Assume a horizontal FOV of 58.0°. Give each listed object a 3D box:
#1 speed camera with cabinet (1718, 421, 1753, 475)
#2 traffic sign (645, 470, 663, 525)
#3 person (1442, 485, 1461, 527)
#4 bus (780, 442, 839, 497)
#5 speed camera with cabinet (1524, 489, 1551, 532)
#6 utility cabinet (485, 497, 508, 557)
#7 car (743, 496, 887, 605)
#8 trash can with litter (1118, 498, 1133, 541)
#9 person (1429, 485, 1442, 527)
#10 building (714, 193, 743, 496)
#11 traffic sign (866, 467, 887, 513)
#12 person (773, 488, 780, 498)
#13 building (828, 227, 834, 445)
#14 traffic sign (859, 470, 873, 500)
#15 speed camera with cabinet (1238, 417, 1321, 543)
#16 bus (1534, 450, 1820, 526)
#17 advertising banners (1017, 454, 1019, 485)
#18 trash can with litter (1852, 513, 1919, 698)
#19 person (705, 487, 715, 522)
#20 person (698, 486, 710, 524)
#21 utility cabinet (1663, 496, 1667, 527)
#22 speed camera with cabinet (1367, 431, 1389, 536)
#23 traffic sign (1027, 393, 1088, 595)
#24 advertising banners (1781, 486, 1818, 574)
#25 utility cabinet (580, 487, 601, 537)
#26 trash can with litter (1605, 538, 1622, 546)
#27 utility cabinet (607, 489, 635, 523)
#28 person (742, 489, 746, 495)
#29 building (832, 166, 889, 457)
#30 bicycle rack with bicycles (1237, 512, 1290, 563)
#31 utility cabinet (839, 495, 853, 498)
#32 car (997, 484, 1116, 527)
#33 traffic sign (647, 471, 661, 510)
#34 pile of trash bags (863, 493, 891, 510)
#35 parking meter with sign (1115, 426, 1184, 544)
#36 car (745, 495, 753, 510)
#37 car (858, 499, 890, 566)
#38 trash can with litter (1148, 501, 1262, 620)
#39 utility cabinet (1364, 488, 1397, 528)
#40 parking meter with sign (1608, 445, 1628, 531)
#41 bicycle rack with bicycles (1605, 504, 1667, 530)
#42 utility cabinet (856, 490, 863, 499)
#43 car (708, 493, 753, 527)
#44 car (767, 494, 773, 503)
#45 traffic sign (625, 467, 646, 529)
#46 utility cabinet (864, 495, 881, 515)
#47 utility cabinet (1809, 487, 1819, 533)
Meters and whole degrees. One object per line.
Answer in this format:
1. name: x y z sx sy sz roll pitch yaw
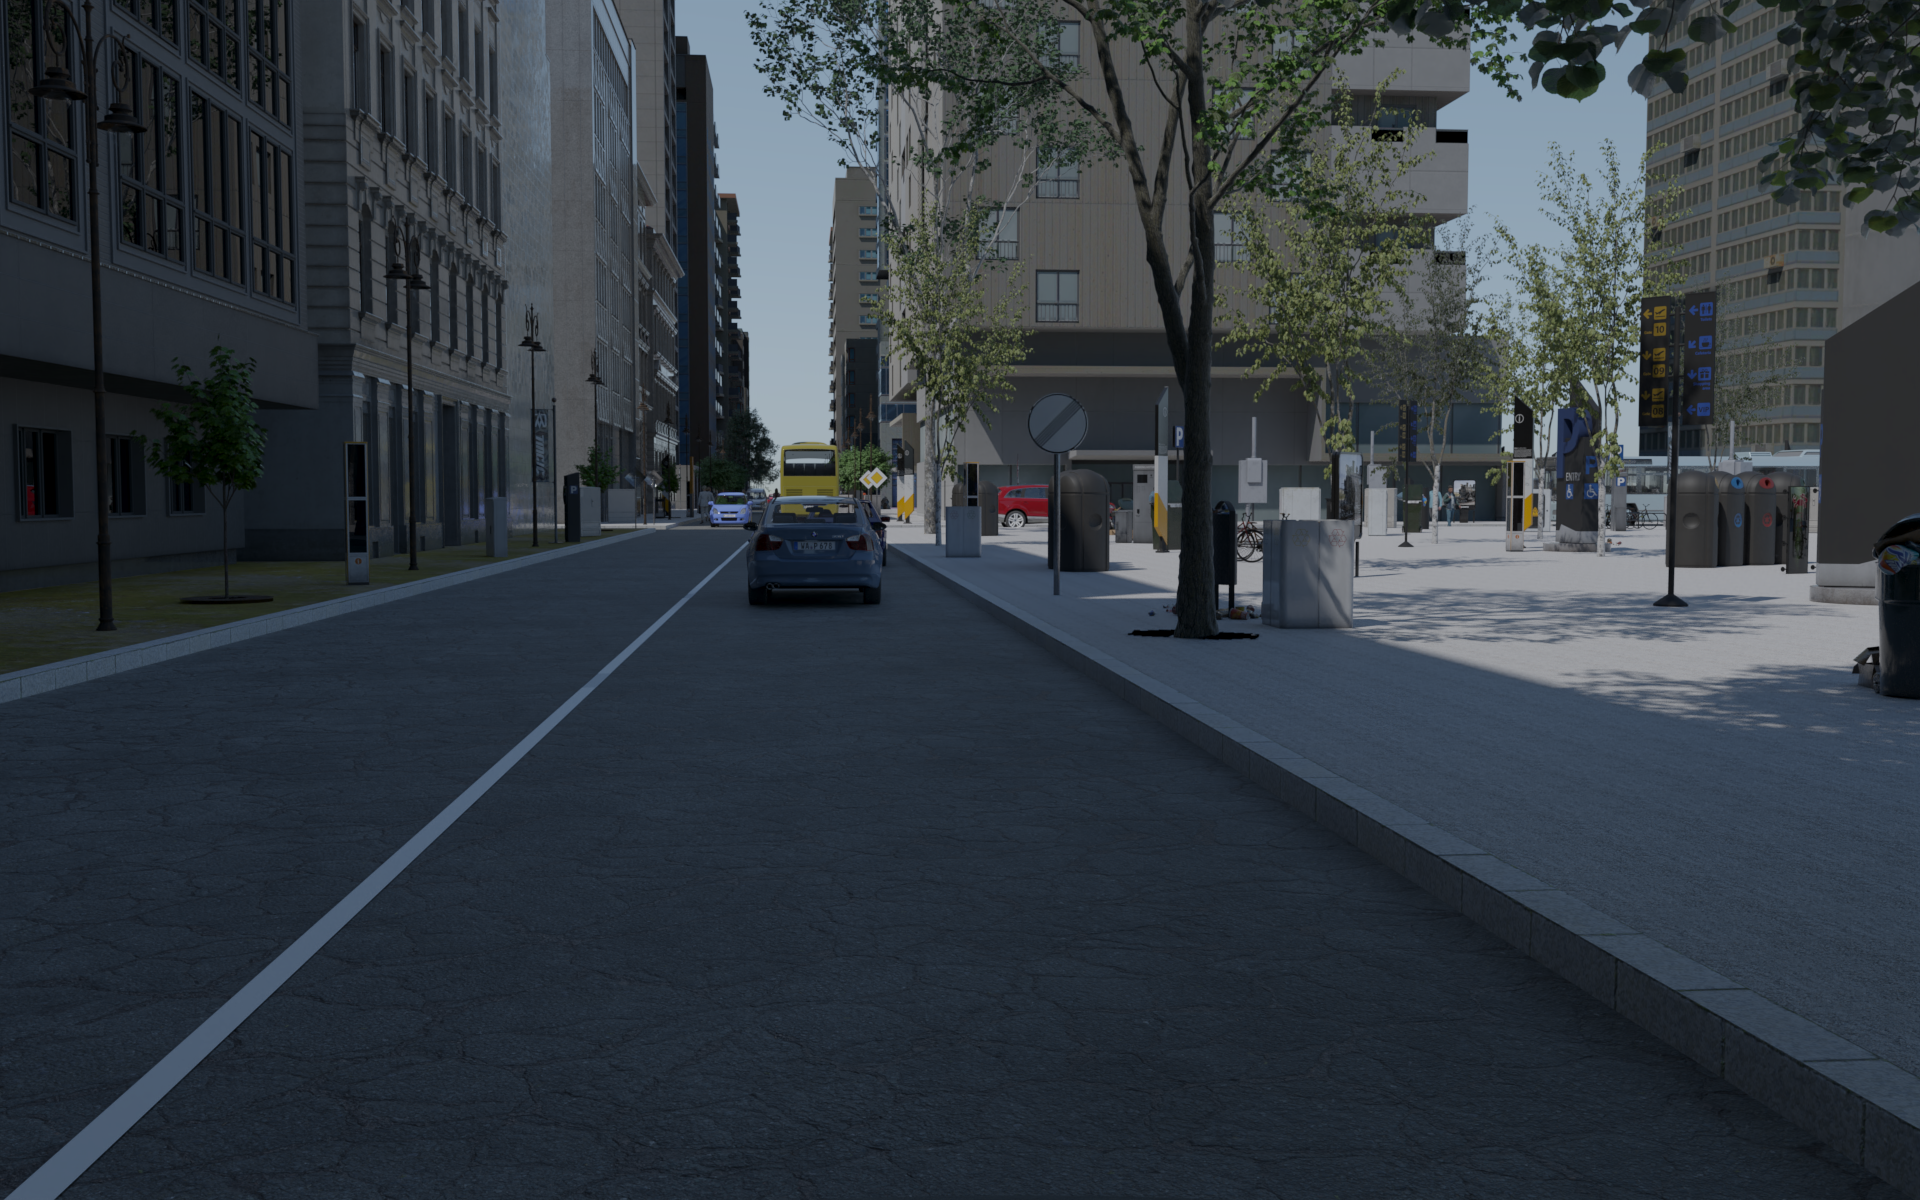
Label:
1. speed camera with cabinet: 21.376 -3.182 46.365 0.660 3.252 2.038 -2 4 -32
2. traffic sign: -12.695 -4.170 71.817 0.795 2.450 0.064 0 4 -5
3. person: 19.877 -3.754 70.220 0.623 1.781 0.721 -3 5 -39
4. bus: -6.994 -5.441 80.506 2.896 3.916 12.252 0 4 -5
5. speed camera with cabinet: 19.940 -3.922 58.454 2.038 3.252 0.660 0 4 5
6. utility cabinet: -9.555 -1.498 35.661 0.306 1.237 1.020 -2 4 -24
7. car: -1.991 -0.721 23.786 2.014 1.417 4.499 0 4 -5
8. trash can with litter: 4.767 -2.235 47.934 0.624 1.170 1.055 -1 4 -16
9. person: 18.949 -3.710 69.024 0.748 1.841 0.638 -3 5 -40
10. building: -42.168 -36.069 244.348 22.147 44.769 28.867 0 4 -5
11. traffic sign: -3.104 -3.732 64.658 0.795 2.450 0.064 0 4 -5
12. person: -11.843 -6.313 111.720 0.555 1.821 0.388 -2 4 -35
13. building: -9.908 -38.096 277.490 22.147 44.769 28.867 0 4 -5
14. traffic sign: -3.836 -4.218 72.610 0.795 2.450 0.064 0 4 -5
15. speed camera with cabinet: 8.261 -3.086 44.786 2.038 3.252 0.660 0 4 2
16. bus: 29.731 -4.709 71.858 13.247 3.499 2.948 0 4 -6
17. advertising banners: 2.458 -4.784 74.409 0.090 3.025 2.074 0 4 4
18. trash can with litter: 6.060 0.013 11.180 0.624 1.170 1.055 0 4 7
19. person: -12.986 -4.941 89.508 0.478 1.798 0.641 2 4 32
20. person: -12.241 -4.576 83.194 0.514 1.842 0.818 -3 5 -43
21. utility cabinet: 28.100 -3.464 67.795 1.020 1.237 0.306 1 4 18
22. speed camera with cabinet: 12.960 -3.631 53.696 0.660 3.252 2.038 1 4 13
23. traffic sign: 1.227 -1.334 21.912 0.768 2.556 0.104 0 4 -2
24. advertising banners: 14.110 -1.948 28.031 2.074 3.025 0.090 -2 4 -23
25. utility cabinet: -11.216 -2.653 52.058 0.318 1.500 1.173 1 4 18
26. trash can with litter: 16.325 -2.019 44.074 1.678 1.210 2.233 3 5 44
27. utility cabinet: -15.014 -4.163 76.743 1.173 1.500 0.318 -1 4 -18
28. person: -17.110 -7.891 137.698 0.709 1.800 0.728 1 4 15
29. building: -7.620 -38.446 252.292 21.300 48.544 21.600 0 4 -5
30. bicycle rack with bicycles: 5.859 -1.209 33.154 2.925 0.926 2.852 1 4 15
31. utility cabinet: -8.096 -6.823 122.720 1.020 1.237 0.306 1 4 14
32. car: 3.595 -3.679 68.816 5.304 1.827 2.281 0 4 -5
33. traffic sign: -13.494 -4.546 76.464 0.606 2.300 0.079 0 4 -3
34. pile of trash bags: -7.305 -8.249 144.622 1.912 1.369 3.447 -3 4 -38
35. parking meter with sign: 4.872 -2.974 44.889 1.738 3.016 0.543 2 4 30
36. car: -13.991 -5.920 108.801 2.014 1.417 4.499 0 4 -5
37. car: -2.402 -1.417 35.747 1.945 1.354 3.894 0 4 -4
38. trash can with litter: 2.787 -0.452 18.455 1.678 1.210 2.233 -1 4 -10
39. utility cabinet: 15.967 -3.491 65.749 1.173 1.500 0.318 2 4 35
40. parking meter with sign: 22.870 -3.908 60.159 0.543 3.016 1.738 1 4 12
41. bicycle rack with bicycles: 24.165 -3.035 63.008 2.925 0.926 2.852 -1 4 -9
42. utility cabinet: -6.019 -5.840 104.162 0.318 1.500 1.173 0 4 3
43. car: -10.012 -4.051 75.832 1.945 1.707 3.694 0 4 -5
44. car: -25.512 -13.958 237.250 2.155 1.783 4.494 0 4 -7
45. traffic sign: -11.962 -3.683 63.866 0.795 2.450 0.064 0 4 -5
46. utility cabinet: -5.380 -5.816 106.256 1.020 1.237 0.306 -2 4 -26
47. utility cabinet: 27.899 -2.944 56.812 1.173 1.500 0.318 2 4 29
